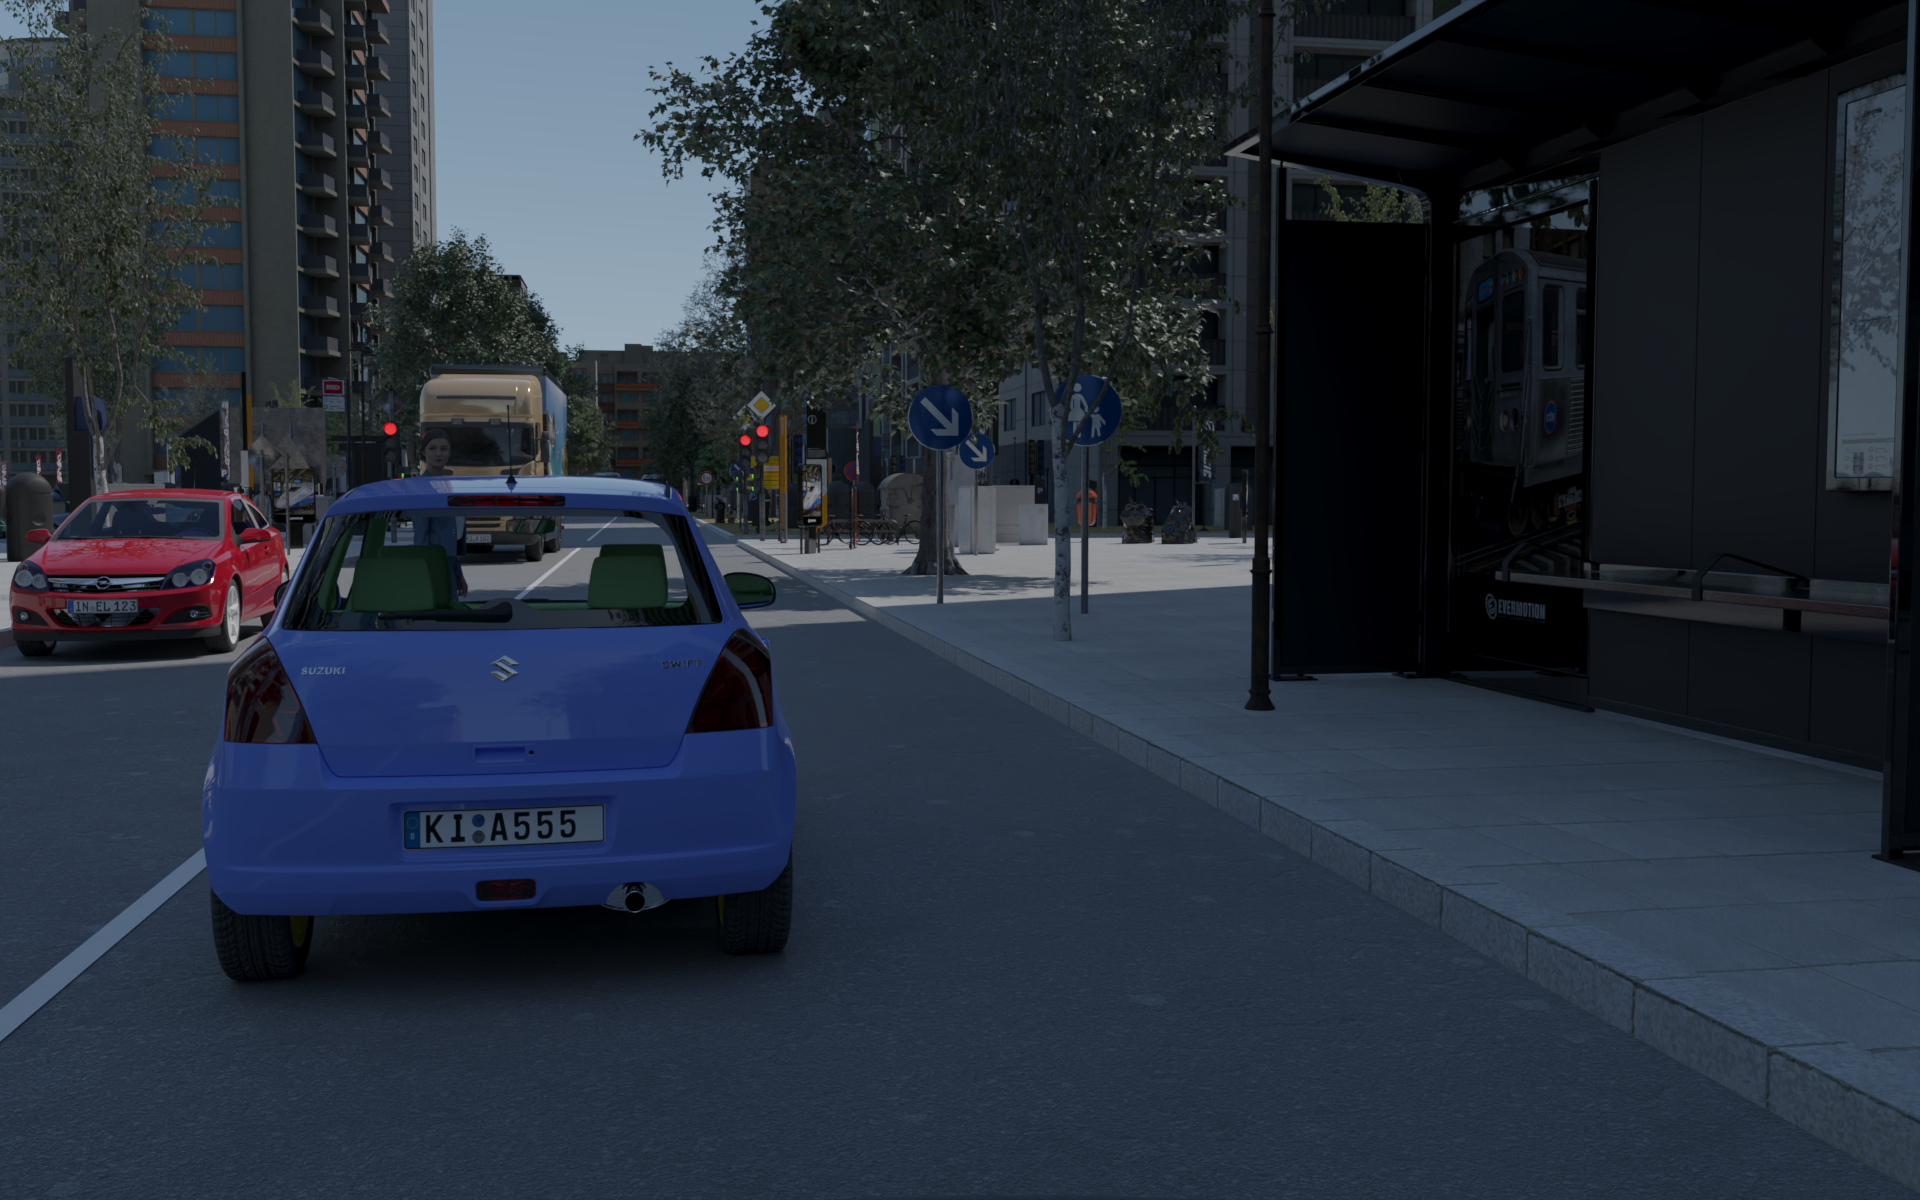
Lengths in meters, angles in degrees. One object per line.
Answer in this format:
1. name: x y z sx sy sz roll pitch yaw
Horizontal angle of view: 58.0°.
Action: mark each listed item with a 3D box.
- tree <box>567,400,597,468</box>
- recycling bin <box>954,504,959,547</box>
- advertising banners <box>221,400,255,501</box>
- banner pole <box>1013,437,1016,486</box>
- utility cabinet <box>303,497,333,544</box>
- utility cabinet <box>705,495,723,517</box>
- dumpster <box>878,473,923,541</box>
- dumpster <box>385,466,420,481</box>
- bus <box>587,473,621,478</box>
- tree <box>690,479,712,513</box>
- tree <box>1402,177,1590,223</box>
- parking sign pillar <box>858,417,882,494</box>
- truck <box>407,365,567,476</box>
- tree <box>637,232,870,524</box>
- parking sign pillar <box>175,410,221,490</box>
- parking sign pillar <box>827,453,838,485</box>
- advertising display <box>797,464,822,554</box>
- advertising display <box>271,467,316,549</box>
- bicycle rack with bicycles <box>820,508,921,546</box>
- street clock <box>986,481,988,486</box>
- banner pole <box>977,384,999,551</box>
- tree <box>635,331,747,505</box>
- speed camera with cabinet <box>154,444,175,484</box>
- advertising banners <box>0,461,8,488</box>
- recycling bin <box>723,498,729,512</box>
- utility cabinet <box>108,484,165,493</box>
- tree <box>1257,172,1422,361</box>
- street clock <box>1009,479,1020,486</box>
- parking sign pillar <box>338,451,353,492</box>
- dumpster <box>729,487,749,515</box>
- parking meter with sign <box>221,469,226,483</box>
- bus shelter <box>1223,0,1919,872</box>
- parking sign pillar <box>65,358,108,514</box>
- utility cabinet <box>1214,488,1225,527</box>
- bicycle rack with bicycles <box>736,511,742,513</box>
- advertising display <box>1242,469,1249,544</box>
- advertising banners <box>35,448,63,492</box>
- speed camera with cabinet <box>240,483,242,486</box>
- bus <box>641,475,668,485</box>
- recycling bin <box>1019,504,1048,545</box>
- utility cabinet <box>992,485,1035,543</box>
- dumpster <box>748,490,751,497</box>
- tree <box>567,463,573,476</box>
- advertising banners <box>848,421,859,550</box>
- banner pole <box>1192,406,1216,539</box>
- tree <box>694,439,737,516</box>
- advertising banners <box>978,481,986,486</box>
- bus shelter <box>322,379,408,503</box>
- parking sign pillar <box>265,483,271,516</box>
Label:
1. tree: -30.868 -11.970 130.114 7.601 10.594 8.767 -2 4 -27
2. recycling bin: 0.136 -1.820 42.310 0.722 1.027 0.722 2 4 25
3. advertising banners: -13.347 -2.191 32.008 0.090 3.025 2.074 -3 4 -36
4. banner pole: 2.391 -5.254 75.912 0.401 3.779 0.863 0 4 1
5. utility cabinet: -16.637 -2.037 44.461 1.020 1.237 0.306 0 4 2
6. utility cabinet: -14.086 -5.379 99.106 1.020 1.237 0.306 0 4 -4
7. dumpster: -1.525 -2.570 47.776 1.264 1.857 1.865 -1 4 -10
8. dumpster: -18.961 -3.467 59.179 1.502 2.255 1.985 -1 4 -10
9. bus: -29.958 -9.242 145.959 2.948 3.499 13.247 -1 4 -9
10. tree: -17.611 -7.663 119.886 1.663 3.219 1.824 0 3 0
11. tree: 10.098 -4.968 31.591 4.360 8.622 3.978 0 3 0
12. parking sign pillar: -3.081 -4.298 58.746 1.447 3.967 1.447 -1 4 -22
13. truck: -10.618 -3.123 39.968 2.839 4.237 11.283 -1 4 -10
14. tree: -8.391 -9.986 73.636 12.009 13.543 11.850 0 3 0
15. parking sign pillar: -24.207 -4.070 55.024 1.447 3.967 1.447 3 5 41
16. parking sign pillar: -7.585 -6.898 101.257 1.447 3.967 1.447 1 4 20
17. advertising display: -3.219 -1.955 37.179 0.123 1.923 0.974 1 4 21
18. advertising display: -15.584 -2.159 40.519 0.974 1.923 0.123 -2 4 -34
19. bicycle rack with bicycles: -2.317 -1.878 44.084 2.925 0.926 2.852 0 4 -2
20. street clock: 1.393 -5.569 95.628 0.358 2.002 0.471 1 4 11
21. banner pole: 0.583 -3.026 39.498 0.401 3.779 0.863 -2 4 -29
22. tree: -30.925 -20.987 199.032 12.611 20.169 13.585 0 3 0
23. speed camera with cabinet: -31.639 -4.596 69.475 0.660 3.252 2.038 0 4 -4
24. advertising banners: -50.114 -5.724 89.779 2.074 3.025 0.090 1 4 16
25. recycling bin: -17.410 -7.014 127.236 0.722 1.027 0.722 0 4 4
26. utility cabinet: -18.051 -1.787 37.901 0.318 1.500 1.173 3 5 44
27. tree: 8.462 -5.324 37.407 4.737 8.622 4.395 0 3 0
28. street clock: 2.531 -4.659 80.743 0.471 2.002 0.358 -1 4 -11
29. parking sign pillar: -35.094 -6.769 99.140 1.447 3.967 1.447 3 5 40
30. dumpster: -13.951 -6.338 109.390 1.264 1.857 1.865 -1 4 -10
31. parking meter with sign: -52.585 -7.729 122.631 1.738 3.016 0.543 2 4 34
32. bus shelter: 3.175 -1.081 8.955 1.731 3.624 6.357 -1 4 -10
33. parking sign pillar: -17.589 -2.842 34.935 1.447 3.967 1.447 -1 4 -12
34. utility cabinet: 10.162 -3.566 66.985 0.318 1.500 1.173 2 4 28
35. bicycle rack with bicycles: -13.654 -6.278 116.029 2.852 0.926 2.925 1 4 13
36. advertising display: 7.449 -2.449 45.256 0.123 1.923 0.974 1 4 12
37. advertising banners: -34.160 -4.207 64.969 0.090 3.025 2.074 0 4 1
38. speed camera with cabinet: -47.784 -7.338 114.315 2.038 3.252 0.660 0 4 -5
39. bus: -30.204 -10.751 170.633 2.948 3.499 13.247 -1 4 -11
40. recycling bin: 1.862 -1.914 43.853 0.722 1.027 0.722 0 4 3
41. utility cabinet: 1.328 -2.215 44.889 1.173 1.500 0.318 -1 4 -19
42. dumpster: -14.069 -7.279 121.500 1.502 2.255 1.985 -1 4 -10
43. tree: -32.604 -9.454 138.283 4.285 4.588 4.351 0 3 0
44. advertising banners: -2.481 -2.725 40.748 0.090 3.025 2.074 0 4 2
45. banner pole: 6.880 -3.625 49.281 0.863 3.779 0.401 0 4 3
46. tree: -14.368 -7.318 103.361 4.285 4.588 4.351 0 3 0
47. advertising banners: 1.670 -4.986 77.716 2.074 3.025 0.090 0 4 -4
48. bus shelter: -21.660 -5.242 63.345 2.179 5.291 8.768 -1 4 -10
49. parking sign pillar: -41.387 -6.982 102.634 1.447 3.967 1.447 3 4 37
